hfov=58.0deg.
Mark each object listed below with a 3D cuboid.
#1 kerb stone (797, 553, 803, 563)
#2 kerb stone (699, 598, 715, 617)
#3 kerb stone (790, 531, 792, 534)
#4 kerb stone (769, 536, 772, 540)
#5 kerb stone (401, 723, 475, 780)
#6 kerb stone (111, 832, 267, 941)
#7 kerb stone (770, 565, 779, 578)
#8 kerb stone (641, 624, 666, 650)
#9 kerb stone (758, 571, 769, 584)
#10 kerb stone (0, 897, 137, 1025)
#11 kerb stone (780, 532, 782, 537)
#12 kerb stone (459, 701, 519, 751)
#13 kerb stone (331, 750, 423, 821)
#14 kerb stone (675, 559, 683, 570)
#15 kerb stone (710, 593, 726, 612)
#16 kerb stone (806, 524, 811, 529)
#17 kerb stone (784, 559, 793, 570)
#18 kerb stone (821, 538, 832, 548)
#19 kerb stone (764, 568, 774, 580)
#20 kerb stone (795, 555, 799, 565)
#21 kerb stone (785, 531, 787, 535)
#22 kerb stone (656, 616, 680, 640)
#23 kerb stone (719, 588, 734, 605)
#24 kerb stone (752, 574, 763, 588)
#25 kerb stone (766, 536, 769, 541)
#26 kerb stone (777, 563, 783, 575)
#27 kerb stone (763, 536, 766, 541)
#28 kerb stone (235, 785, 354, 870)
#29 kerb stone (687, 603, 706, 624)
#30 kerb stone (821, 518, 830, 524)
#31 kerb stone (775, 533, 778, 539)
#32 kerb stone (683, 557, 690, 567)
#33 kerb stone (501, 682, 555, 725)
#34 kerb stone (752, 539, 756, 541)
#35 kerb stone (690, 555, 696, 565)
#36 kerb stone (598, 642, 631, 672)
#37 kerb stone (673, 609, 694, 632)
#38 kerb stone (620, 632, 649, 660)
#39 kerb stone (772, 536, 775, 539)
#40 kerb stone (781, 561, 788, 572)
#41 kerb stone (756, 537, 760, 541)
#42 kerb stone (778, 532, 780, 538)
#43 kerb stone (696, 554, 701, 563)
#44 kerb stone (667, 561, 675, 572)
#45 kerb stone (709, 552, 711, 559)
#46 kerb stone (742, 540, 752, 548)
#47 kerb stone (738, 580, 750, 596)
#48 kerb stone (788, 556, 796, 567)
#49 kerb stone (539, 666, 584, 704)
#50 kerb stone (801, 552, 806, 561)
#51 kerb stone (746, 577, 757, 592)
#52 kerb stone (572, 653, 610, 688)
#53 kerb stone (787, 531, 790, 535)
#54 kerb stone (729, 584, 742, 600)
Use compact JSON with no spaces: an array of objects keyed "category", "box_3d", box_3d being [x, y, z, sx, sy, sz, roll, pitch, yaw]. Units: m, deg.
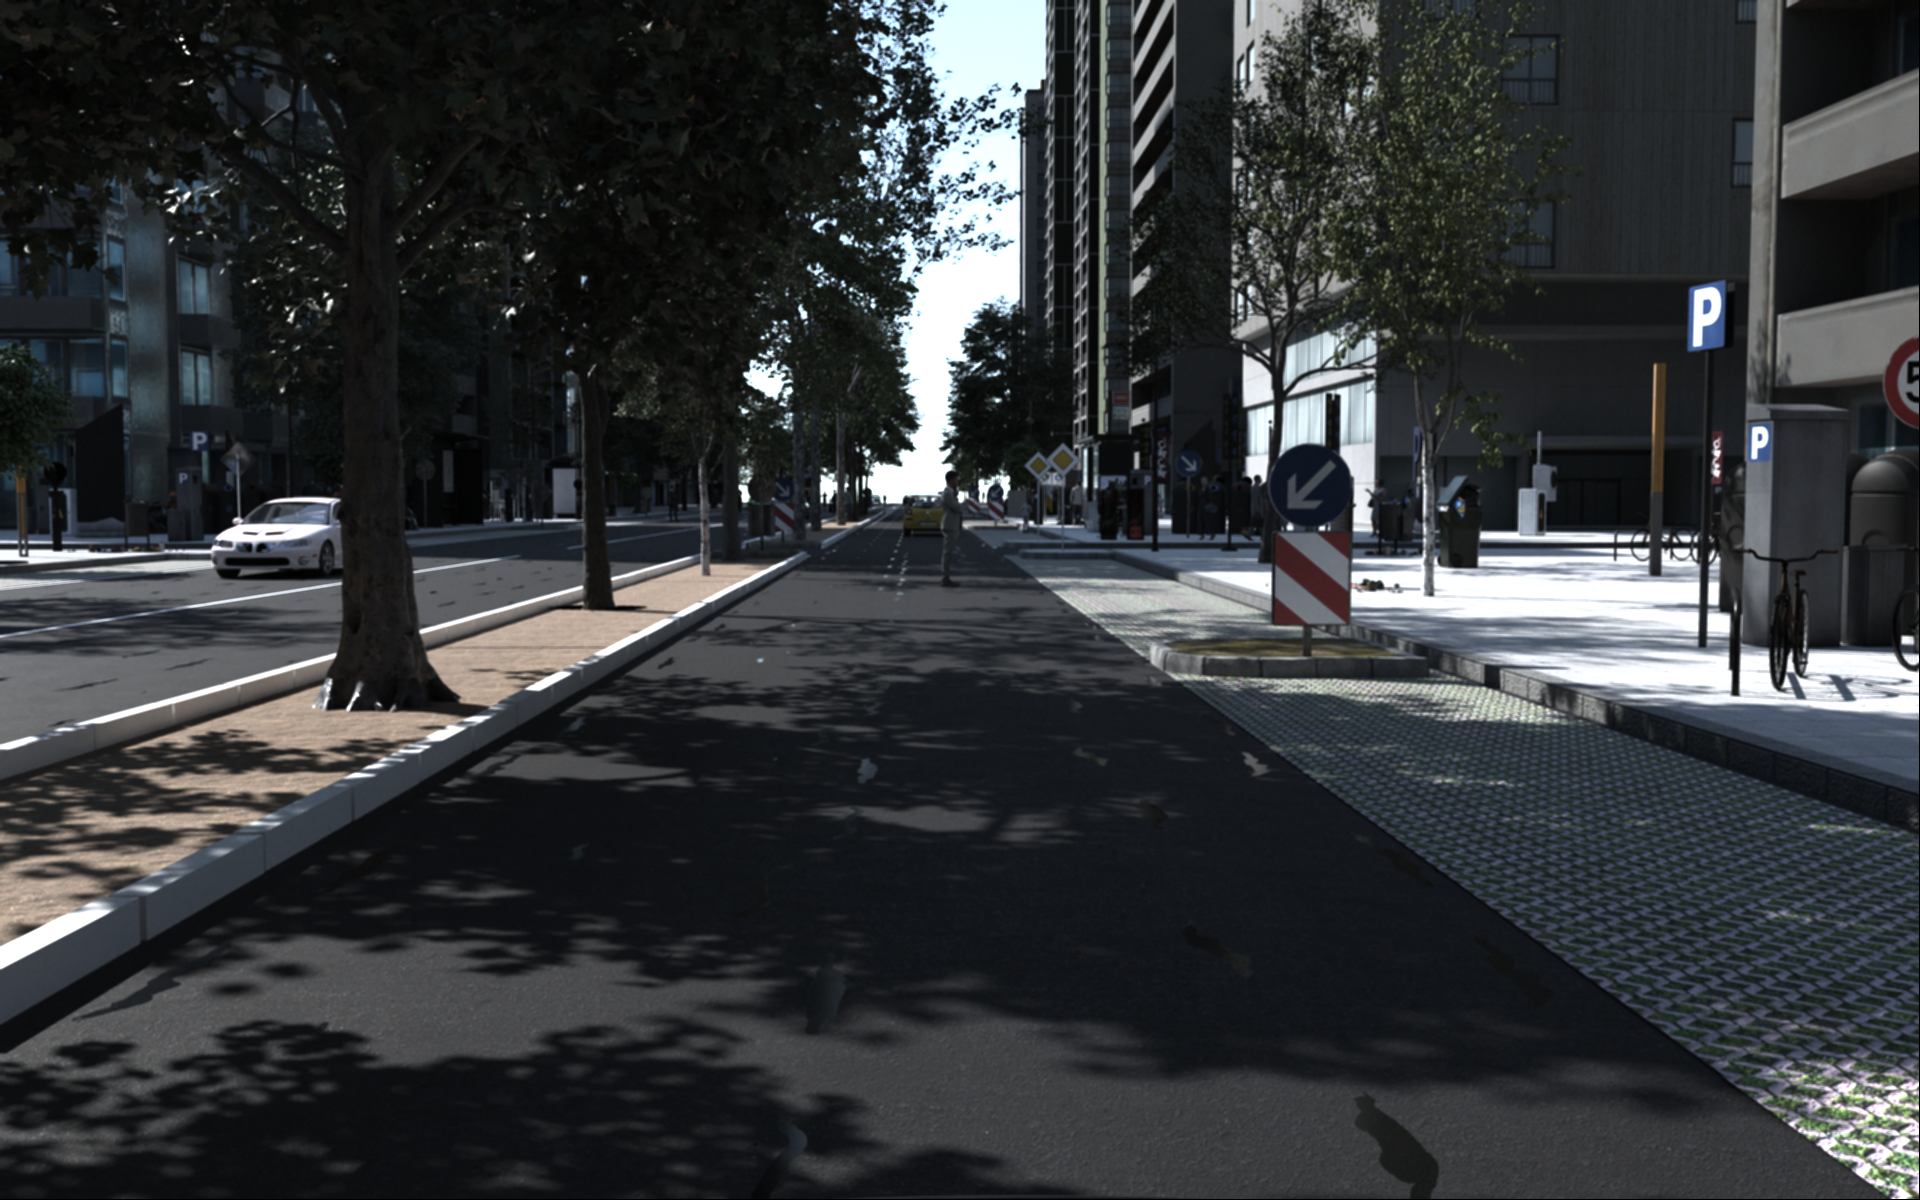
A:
[{"category":"kerb stone","box_3d":[-3.384,-0.832,35.804,0.120,0.150,1.000,0,4,-1]},{"category":"kerb stone","box_3d":[-3.030,0.112,20.399,0.120,0.150,1.000,0,4,-1]},{"category":"kerb stone","box_3d":[-6.097,-2.367,60.893,0.120,0.150,1.000,0,4,-1]},{"category":"kerb stone","box_3d":[-5.890,-1.865,52.688,0.120,0.150,1.000,0,4,-1]},{"category":"kerb stone","box_3d":[-2.757,0.800,9.116,0.120,0.150,1.000,0,4,-1]},{"category":"kerb stone","box_3d":[-2.678,0.991,6.046,0.120,0.150,1.000,0,4,-1]},{"category":"kerb stone","box_3d":[-3.238,-0.452,29.645,0.120,0.150,1.000,0,4,-1]},{"category":"kerb stone","box_3d":[-2.921,0.361,16.298,0.120,0.150,1.000,0,4,-1]},{"category":"kerb stone","box_3d":[-3.194,-0.330,27.594,0.120,0.150,1.000,0,4,-1]},{"category":"kerb stone","box_3d":[-2.659,1.051,5.013,0.120,0.150,1.000,0,4,-1]},{"category":"kerb stone","box_3d":[-5.998,-2.116,56.795,0.120,0.150,1.000,0,4,-1]},{"category":"kerb stone","box_3d":[-2.775,0.744,10.155,0.120,0.150,1.000,0,4,-1]},{"category":"kerb stone","box_3d":[-2.729,0.862,8.094,0.120,0.150,1.000,0,4,-1]},{"category":"kerb stone","box_3d":[-5.412,-0.640,32.676,0.120,0.150,1.000,0,4,-1]},{"category":"kerb stone","box_3d":[-3.048,0.049,21.430,0.120,0.150,1.000,0,4,-1]},{"category":"kerb stone","box_3d":[-6.414,-3.182,74.226,0.120,0.150,1.000,0,4,-1]},{"category":"kerb stone","box_3d":[-3.307,-0.640,32.715,0.120,0.150,1.000,0,4,-1]},{"category":"kerb stone","box_3d":[-3.678,-1.554,47.604,0.120,0.150,1.000,0,4,-1]},{"category":"kerb stone","box_3d":[-3.216,-0.393,28.622,0.120,0.150,1.000,0,4,-1]},{"category":"kerb stone","box_3d":[-3.370,-0.766,34.782,0.120,0.150,1.000,0,4,-1]},{"category":"kerb stone","box_3d":[-6.047,-2.242,58.845,0.120,0.150,1.000,0,4,-1]},{"category":"kerb stone","box_3d":[-2.951,0.298,17.320,0.120,0.150,1.000,0,4,-1]},{"category":"kerb stone","box_3d":[-3.076,-0.016,22.452,0.120,0.150,1.000,0,4,-1]},{"category":"kerb stone","box_3d":[-3.161,-0.267,26.558,0.120,0.150,1.000,0,4,-1]},{"category":"kerb stone","box_3d":[-5.875,-1.802,51.662,0.120,0.150,1.000,0,4,-1]},{"category":"kerb stone","box_3d":[-3.271,-0.518,30.667,0.120,0.150,1.000,0,4,-1]},{"category":"kerb stone","box_3d":[-5.856,-1.736,50.633,0.120,0.150,1.000,0,4,-1]},{"category":"kerb stone","box_3d":[-2.709,0.925,7.071,0.120,0.150,1.000,0,4,-1]},{"category":"kerb stone","box_3d":[-2.996,0.172,19.377,0.120,0.150,1.000,0,4,-1]},{"category":"kerb stone","box_3d":[-6.708,-3.935,86.529,0.120,0.150,1.000,0,4,-1]},{"category":"kerb stone","box_3d":[-5.946,-1.990,54.734,0.120,0.150,1.000,0,4,-1]},{"category":"kerb stone","box_3d":[-5.438,-0.704,33.700,0.120,0.150,1.000,0,4,-1]},{"category":"kerb stone","box_3d":[-2.799,0.674,11.177,0.120,0.150,1.000,0,4,-1]},{"category":"kerb stone","box_3d":[-5.780,-1.552,47.563,0.120,0.150,1.000,0,4,-1]},{"category":"kerb stone","box_3d":[-5.468,-0.764,34.726,0.120,0.150,1.000,0,4,-1]},{"category":"kerb stone","box_3d":[-2.876,0.486,14.251,0.120,0.150,1.000,0,4,-1]},{"category":"kerb stone","box_3d":[-2.974,0.235,18.355,0.120,0.150,1.000,0,4,-1]},{"category":"kerb stone","box_3d":[-2.903,0.423,15.276,0.120,0.150,1.000,0,4,-1]},{"category":"kerb stone","box_3d":[-5.921,-1.928,53.712,0.120,0.150,1.000,0,4,-1]},{"category":"kerb stone","box_3d":[-3.292,-0.574,31.689,0.120,0.150,1.000,0,4,-1]},{"category":"kerb stone","box_3d":[-5.798,-1.614,48.585,0.120,0.150,1.000,0,4,-1]},{"category":"kerb stone","box_3d":[-5.972,-2.053,55.769,0.120,0.150,1.000,0,4,-1]},{"category":"kerb stone","box_3d":[-5.498,-0.826,35.749,0.120,0.150,1.000,0,4,-1]},{"category":"kerb stone","box_3d":[-5.391,-0.579,31.654,0.120,0.150,1.000,0,4,-1]},{"category":"kerb stone","box_3d":[-5.542,-0.953,37.812,0.120,0.150,1.000,0,4,-1]},{"category":"kerb stone","box_3d":[-5.754,-1.489,46.537,0.120,0.150,1.000,0,4,-1]},{"category":"kerb stone","box_3d":[-3.120,-0.141,24.502,0.120,0.150,1.000,0,4,-1]},{"category":"kerb stone","box_3d":[-3.338,-0.706,33.748,0.120,0.150,1.000,0,4,-1]},{"category":"kerb stone","box_3d":[-2.827,0.611,12.204,0.120,0.150,1.000,0,4,-1]},{"category":"kerb stone","box_3d":[-3.418,-0.891,36.840,0.120,0.150,1.000,0,4,-1]},{"category":"kerb stone","box_3d":[-3.138,-0.203,25.536,0.120,0.150,1.000,0,4,-1]},{"category":"kerb stone","box_3d":[-2.845,0.548,13.229,0.120,0.150,1.000,0,4,-1]},{"category":"kerb stone","box_3d":[-6.069,-2.304,59.871,0.120,0.150,1.000,0,4,-1]},{"category":"kerb stone","box_3d":[-3.102,-0.078,23.476,0.120,0.150,1.000,0,4,-1]}]
